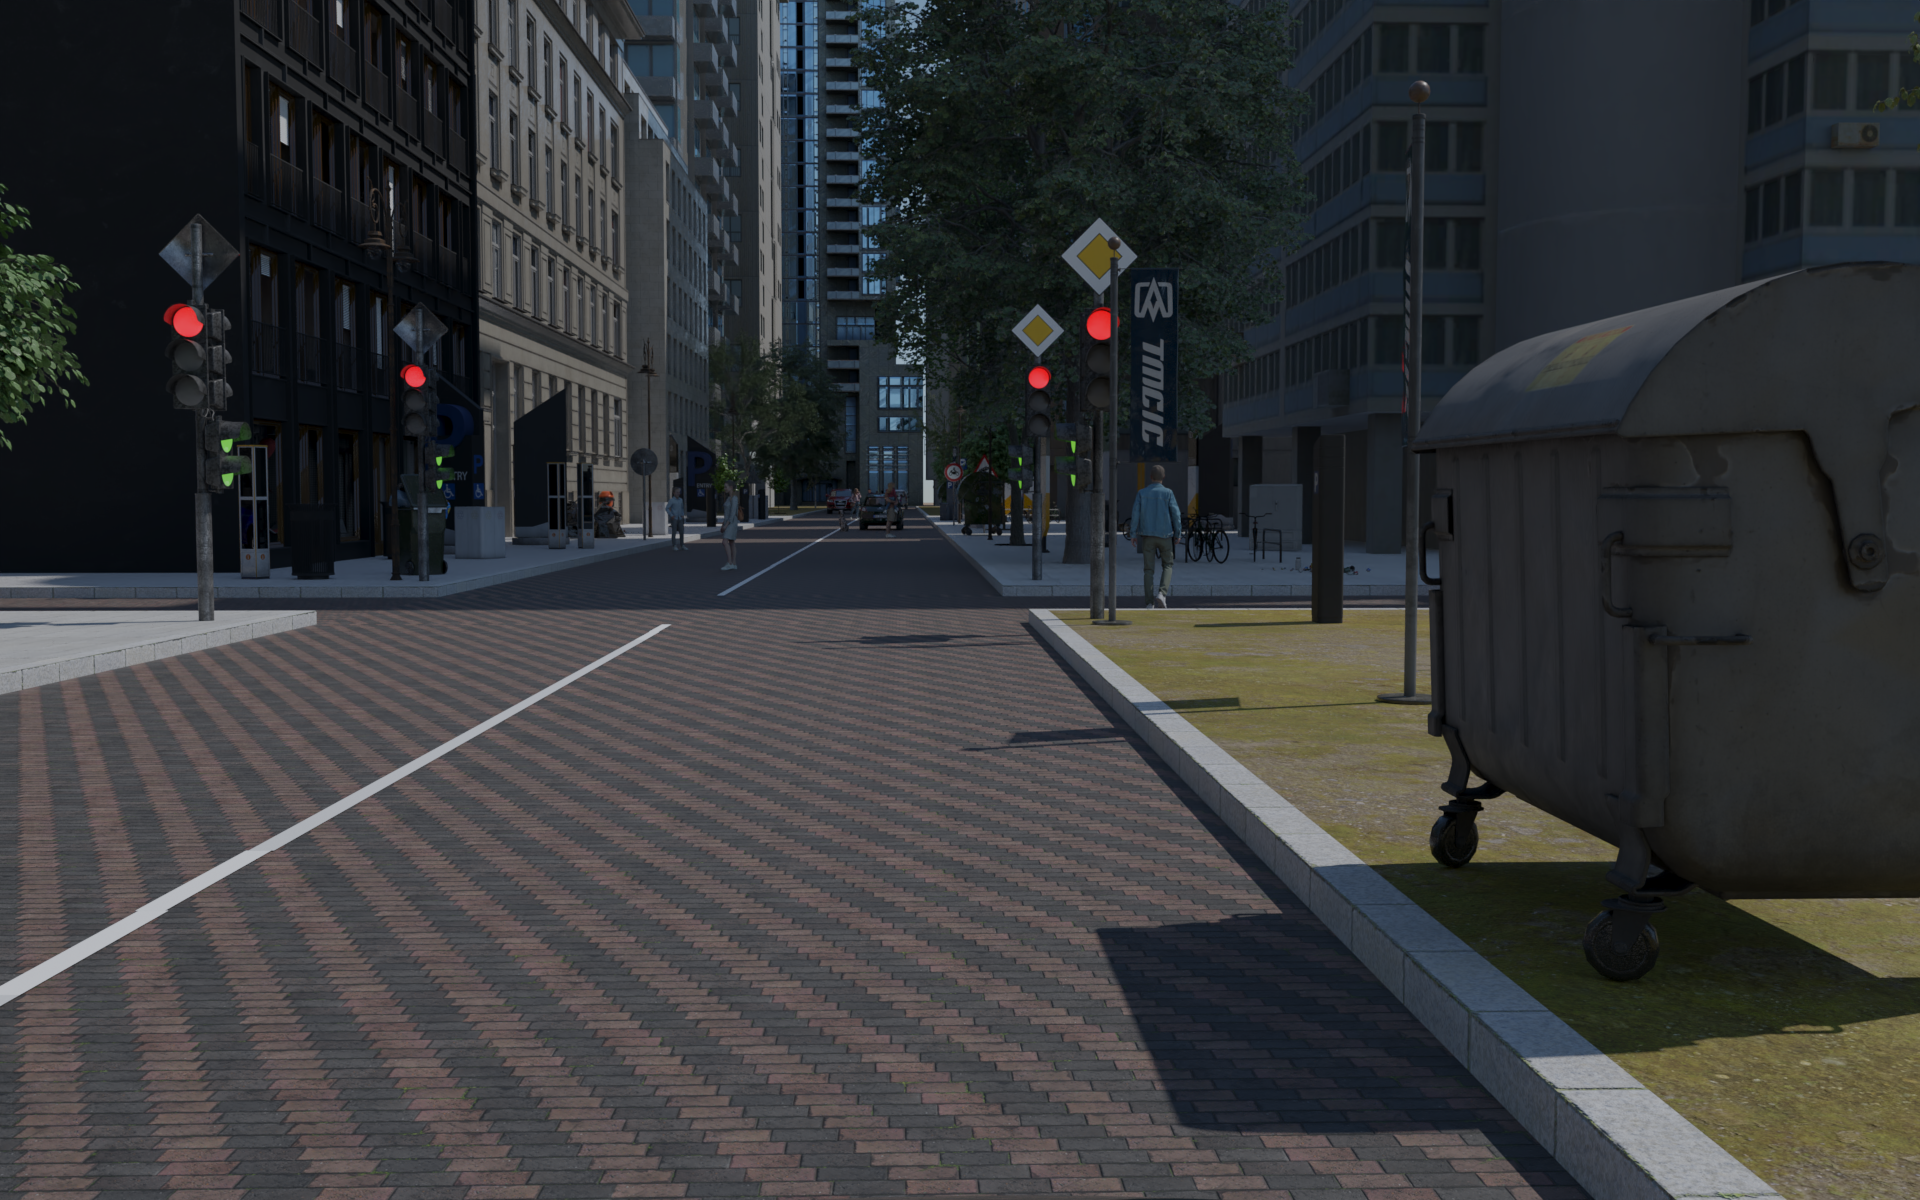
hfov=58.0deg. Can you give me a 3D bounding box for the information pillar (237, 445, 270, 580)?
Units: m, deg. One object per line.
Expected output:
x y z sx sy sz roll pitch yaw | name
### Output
-10.634 -1.321 26.085 0.304 2.012 0.304 1 4 19 | information pillar

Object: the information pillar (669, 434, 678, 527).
-11.116 -4.643 67.274 0.183 3.616 0.504 -3 5 -44 | information pillar

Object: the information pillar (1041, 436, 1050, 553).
1.850 -2.837 37.735 0.183 3.616 0.504 -1 4 -12 | information pillar

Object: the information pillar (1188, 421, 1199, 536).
6.961 -3.694 51.749 0.183 3.616 0.504 -1 4 -23 | information pillar

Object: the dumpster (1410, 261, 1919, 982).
2.229 0.033 5.217 1.264 1.857 1.865 0 4 -2 | dumpster

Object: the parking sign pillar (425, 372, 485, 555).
-10.903 -2.987 37.312 1.447 3.967 1.447 1 4 23 | parking sign pillar

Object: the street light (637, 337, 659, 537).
-9.190 -4.799 51.245 0.468 5.910 1.993 0 4 -2 | street light

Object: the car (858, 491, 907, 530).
-3.161 -3.688 70.087 2.009 1.686 4.222 0 4 -1 | car

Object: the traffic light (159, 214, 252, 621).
-7.611 -1.743 17.413 0.839 4.253 0.868 0 4 -2 | traffic light

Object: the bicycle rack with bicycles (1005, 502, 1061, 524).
3.341 -3.862 76.530 2.925 0.926 2.852 -3 4 -38 | bicycle rack with bicycles

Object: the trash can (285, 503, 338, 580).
-9.757 -0.883 26.098 0.748 1.137 0.748 0 3 0 | trash can

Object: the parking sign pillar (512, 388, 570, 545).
-10.660 -3.393 43.942 1.447 3.967 1.447 -1 4 -20 | parking sign pillar

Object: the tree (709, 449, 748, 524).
-10.109 -4.879 74.369 1.663 3.219 1.824 0 3 0 | tree

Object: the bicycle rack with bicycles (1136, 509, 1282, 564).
4.967 -1.201 33.014 2.852 0.926 2.925 0 4 1 | bicycle rack with bicycles

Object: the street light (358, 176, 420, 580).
-8.399 -3.231 25.621 0.468 5.910 1.993 0 4 -2 | street light

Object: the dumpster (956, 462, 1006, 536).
0.663 -3.165 54.249 1.502 2.255 1.985 0 4 -2 | dumpster

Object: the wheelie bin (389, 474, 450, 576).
-8.618 -1.200 27.531 0.693 1.594 0.980 3 5 42 | wheelie bin

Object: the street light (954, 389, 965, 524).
-0.016 -6.221 74.501 0.468 5.910 1.993 0 4 -2 | street light

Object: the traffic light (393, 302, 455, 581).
-7.876 -2.231 25.394 0.839 4.253 0.868 0 4 -2 | traffic light

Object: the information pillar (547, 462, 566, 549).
-9.376 -2.188 40.265 0.304 2.012 0.304 1 4 18 | information pillar

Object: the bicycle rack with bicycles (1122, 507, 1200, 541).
5.833 -2.121 48.064 2.925 0.926 2.852 -1 4 -22 | bicycle rack with bicycles

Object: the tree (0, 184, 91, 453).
-9.252 -1.891 14.632 4.285 4.588 4.351 0 3 0 | tree

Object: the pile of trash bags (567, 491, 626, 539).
-10.801 -2.539 51.260 1.912 1.369 3.447 0 4 1 | pile of trash bags

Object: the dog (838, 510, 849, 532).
-4.531 -3.040 66.539 0.513 0.831 0.800 1 4 11 | dog

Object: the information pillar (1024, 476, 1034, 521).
3.293 -5.583 82.632 0.504 3.616 0.183 -1 4 -8 | information pillar

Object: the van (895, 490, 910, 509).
-5.837 -9.722 165.969 2.013 2.044 4.112 0 4 -1 | van

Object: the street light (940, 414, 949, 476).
-0.906 -7.810 100.477 0.468 5.910 1.993 0 4 -2 | street light

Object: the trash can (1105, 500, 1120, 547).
3.485 -1.844 41.797 0.748 1.137 0.748 0 3 0 | trash can

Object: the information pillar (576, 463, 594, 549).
-8.802 -2.215 40.708 0.304 2.012 0.304 -2 4 -34 | information pillar

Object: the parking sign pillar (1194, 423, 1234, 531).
9.001 -4.455 61.305 1.447 3.967 1.447 2 4 29 | parking sign pillar

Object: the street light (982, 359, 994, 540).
0.842 -4.612 48.202 0.468 5.910 1.993 0 4 -2 | street light

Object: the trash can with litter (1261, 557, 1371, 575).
5.952 -1.063 28.439 1.678 1.210 2.233 0 4 -2 | trash can with litter

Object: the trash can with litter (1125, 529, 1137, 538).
5.282 -2.407 50.735 1.055 1.170 0.624 3 5 40 | trash can with litter

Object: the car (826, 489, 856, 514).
-8.593 -7.161 125.753 2.281 1.827 5.304 0 4 -2 | car

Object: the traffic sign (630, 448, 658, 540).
-8.756 -2.930 48.011 0.768 2.556 0.104 0 4 1 | traffic sign

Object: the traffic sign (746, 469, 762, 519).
-10.669 -5.465 89.356 0.884 2.594 0.081 0 4 6 | traffic sign

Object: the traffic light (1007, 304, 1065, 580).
1.129 -2.250 25.708 0.839 4.253 0.868 0 4 -2 | traffic light

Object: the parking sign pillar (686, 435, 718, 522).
-11.794 -5.537 79.010 1.447 3.967 1.447 0 4 1 | parking sign pillar

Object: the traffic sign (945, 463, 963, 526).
-0.247 -4.311 70.594 0.768 2.556 0.104 0 4 -1 | traffic sign

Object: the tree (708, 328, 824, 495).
-11.699 -9.905 96.358 8.767 10.594 7.601 0 4 -2 | tree

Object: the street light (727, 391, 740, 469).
-10.021 -6.351 76.622 0.468 5.910 1.993 0 4 -2 | street light

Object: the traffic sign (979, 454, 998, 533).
0.795 -3.461 56.586 0.884 2.594 0.081 0 4 -1 | traffic sign

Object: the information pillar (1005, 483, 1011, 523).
2.108 -5.301 78.027 0.504 3.616 0.183 0 4 -3 | information pillar

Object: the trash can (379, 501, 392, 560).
-11.033 -1.370 34.060 0.748 1.137 0.748 0 3 0 | trash can

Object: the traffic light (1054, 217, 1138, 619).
1.394 -1.762 17.727 0.839 4.253 0.868 0 4 -2 | traffic light

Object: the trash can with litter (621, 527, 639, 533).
-11.650 -2.873 58.028 1.678 1.210 2.233 -1 4 -13 | trash can with litter

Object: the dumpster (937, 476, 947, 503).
-0.366 -5.171 87.034 1.502 2.255 1.985 0 4 -2 | dumpster
